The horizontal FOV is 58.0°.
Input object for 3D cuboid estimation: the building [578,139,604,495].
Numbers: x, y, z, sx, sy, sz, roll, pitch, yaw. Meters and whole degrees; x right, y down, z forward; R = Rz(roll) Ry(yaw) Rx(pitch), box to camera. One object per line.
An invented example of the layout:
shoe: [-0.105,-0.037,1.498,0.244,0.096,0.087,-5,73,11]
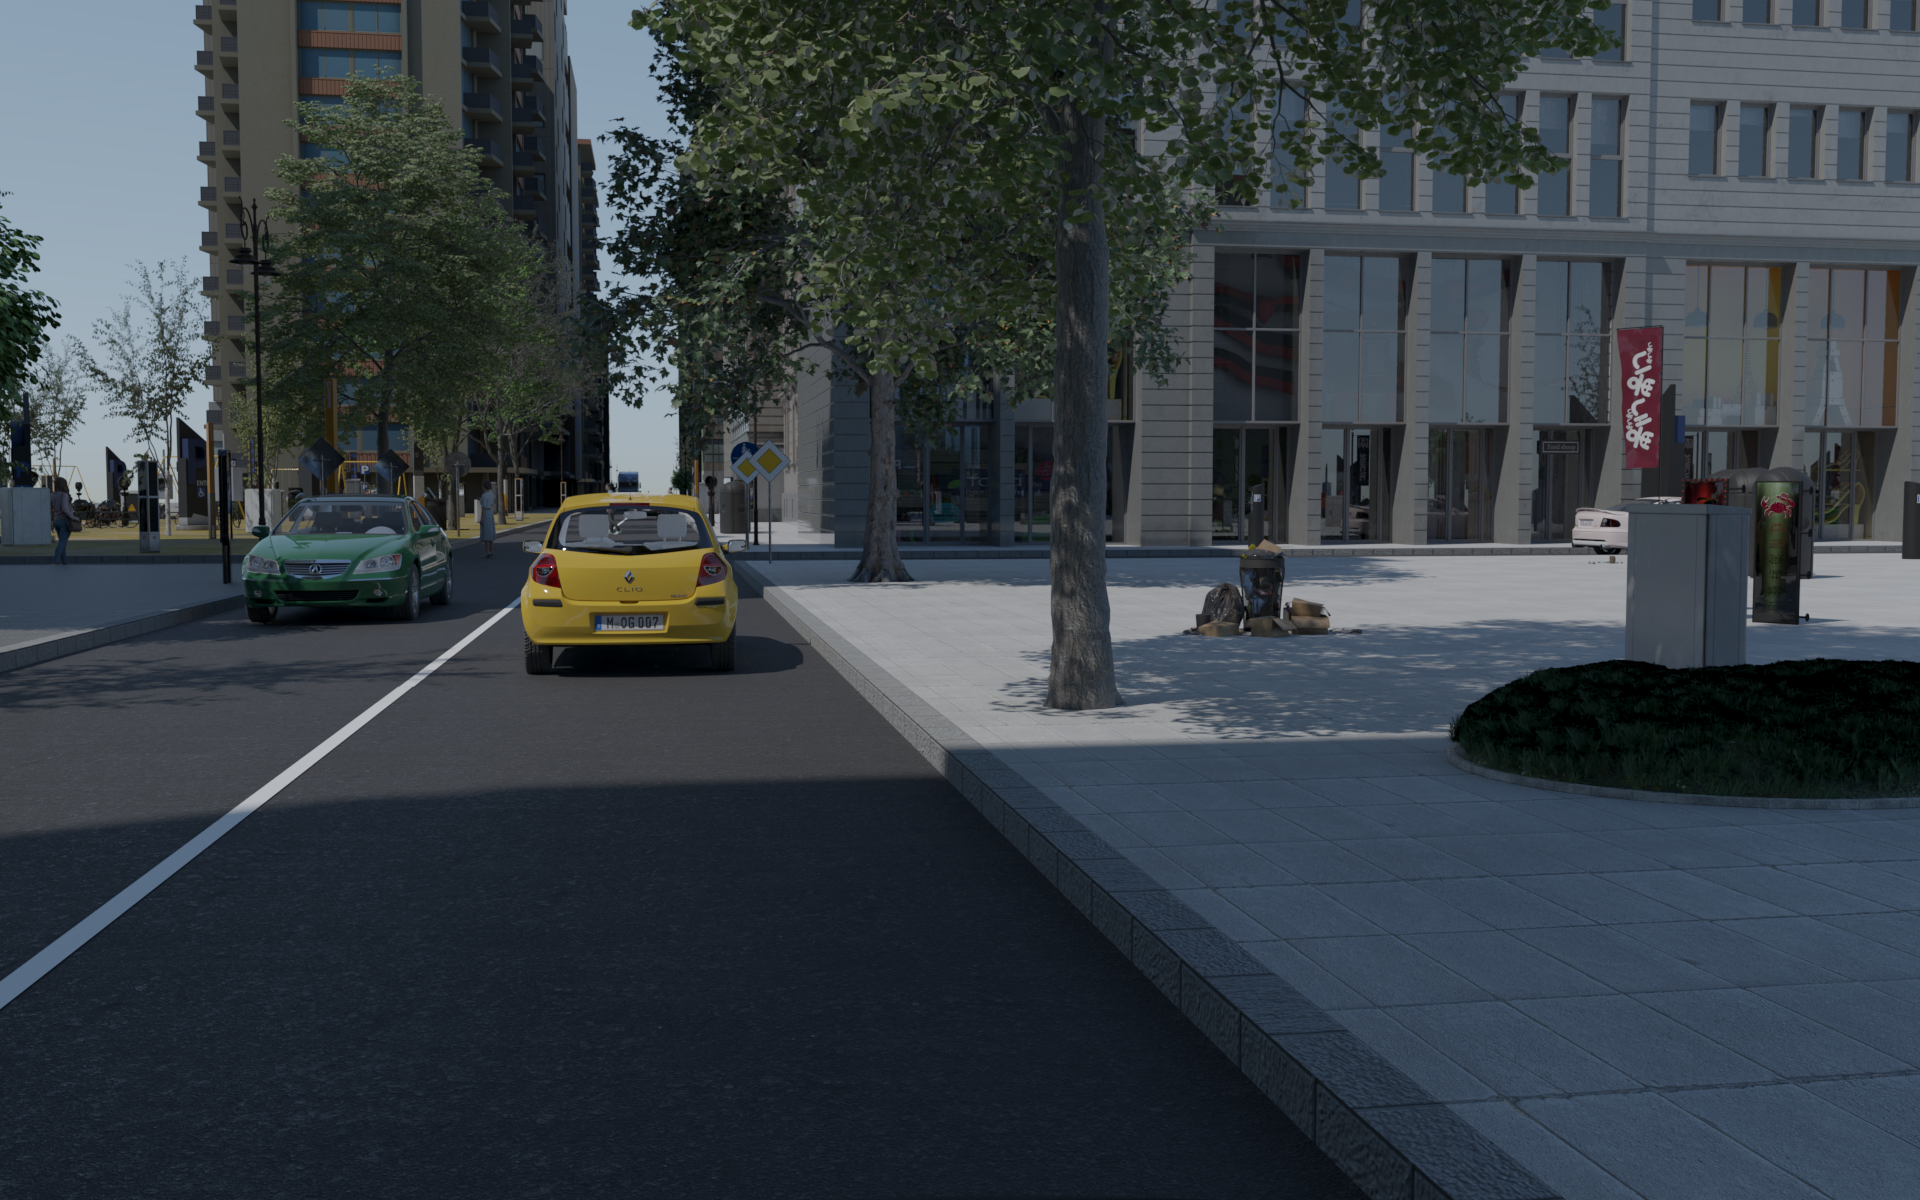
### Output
building: [-54.732,-33.798,207.214,22.147,44.769,28.867,-1,4,-10]

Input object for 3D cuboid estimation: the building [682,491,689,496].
building: [-29.586,-49.452,246.789,20.563,71.187,20.611,-1,4,-10]

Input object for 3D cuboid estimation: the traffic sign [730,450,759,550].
traffic sign: [-4.870,-2.207,39.724,0.795,2.450,0.064,-1,4,-10]

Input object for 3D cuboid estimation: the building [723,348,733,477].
building: [-8.962,-15.369,106.042,10.420,20.320,16.860,-1,4,-10]

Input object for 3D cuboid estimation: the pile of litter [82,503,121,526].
pile of litter: [-34.749,-3.404,69.612,1.176,0.858,1.719,0,4,-3]

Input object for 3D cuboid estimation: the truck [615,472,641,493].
truck: [-40.465,-13.627,212.560,2.967,4.110,18.799,-1,4,-9]

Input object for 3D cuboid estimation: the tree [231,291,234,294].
tree: [-15.126,-7.847,46.428,7.486,12.596,7.792,0,3,0]

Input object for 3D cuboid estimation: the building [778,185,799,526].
building: [0.050,-17.090,66.814,14.401,28.519,23.554,-1,4,-10]

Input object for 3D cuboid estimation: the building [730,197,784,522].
building: [-6.538,-14.579,87.525,9.793,20.994,18.267,-1,4,-10]

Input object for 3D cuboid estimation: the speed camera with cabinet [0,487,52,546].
speed camera with cabinet: [-23.562,-2.953,42.625,0.660,3.252,2.038,2,4,34]

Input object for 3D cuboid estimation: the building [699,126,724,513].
building: [-11.685,-21.600,124.864,14.160,30.474,14.107,-1,4,-10]

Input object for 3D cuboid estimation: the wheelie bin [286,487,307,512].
wheelie bin: [-31.034,-4.471,81.001,0.980,1.594,0.693,0,4,-7]

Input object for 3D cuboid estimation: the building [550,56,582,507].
building: [-45.462,-32.003,173.360,14.600,45.320,14.200,-1,4,-10]

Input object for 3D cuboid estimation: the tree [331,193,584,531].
tree: [-18.006,-8.267,60.918,9.928,11.665,9.643,0,3,0]

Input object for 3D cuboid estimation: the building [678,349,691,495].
building: [-35.912,-30.142,264.521,14.160,30.474,14.107,-1,4,-10]

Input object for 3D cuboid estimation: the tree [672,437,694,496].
tree: [-32.205,-15.600,205.426,4.360,8.622,3.978,0,3,0]

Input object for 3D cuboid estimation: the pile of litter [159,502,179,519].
pile of litter: [-40.379,-4.538,88.161,1.176,0.858,1.719,-3,5,-40]

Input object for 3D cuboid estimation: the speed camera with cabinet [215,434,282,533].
speed camera with cabinet: [-23.330,-3.818,56.755,2.038,3.252,0.660,1,4,10]

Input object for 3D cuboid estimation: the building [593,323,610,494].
building: [-59.608,-29.754,258.175,14.160,30.474,14.107,-1,4,-10]

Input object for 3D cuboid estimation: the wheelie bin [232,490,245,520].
wheelie bin: [-36.250,-4.840,87.040,0.693,1.594,0.980,1,4,17]

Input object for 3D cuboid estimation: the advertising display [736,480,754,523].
advertising display: [-9.703,-4.435,77.732,0.974,1.923,0.123,-3,4,-38]

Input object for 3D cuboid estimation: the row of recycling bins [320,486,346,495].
row of recycling bins: [-33.106,-5.116,90.759,3.534,1.692,1.069,1,4,16]

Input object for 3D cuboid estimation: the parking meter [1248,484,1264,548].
parking meter: [7.071,-2.014,41.348,0.372,1.533,0.369,0,3,0]

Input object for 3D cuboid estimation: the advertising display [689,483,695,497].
advertising display: [-15.248,-5.712,98.605,0.123,1.923,0.974,0,4,2]

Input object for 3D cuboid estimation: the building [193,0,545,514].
building: [-41.381,-28.705,123.958,22.147,44.769,28.867,-1,4,-10]

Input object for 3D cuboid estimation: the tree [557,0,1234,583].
tree: [-1.047,-6.618,25.213,9.611,12.733,9.660,0,3,0]

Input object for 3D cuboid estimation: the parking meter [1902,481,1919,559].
parking meter: [18.775,-1.571,34.095,0.372,1.533,0.369,0,3,0]

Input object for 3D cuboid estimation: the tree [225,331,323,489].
tree: [-29.965,-7.657,75.552,4.737,8.622,4.395,0,3,0]

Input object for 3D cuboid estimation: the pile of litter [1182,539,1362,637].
pile of litter: [2.908,-0.123,15.976,1.719,0.858,1.176,0,4,5]

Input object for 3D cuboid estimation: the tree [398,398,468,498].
tree: [-31.744,-9.469,105.183,4.737,8.622,4.395,0,3,0]

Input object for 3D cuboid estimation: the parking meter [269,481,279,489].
parking meter: [-31.510,-4.519,79.590,0.255,1.863,0.399,3,5,43]

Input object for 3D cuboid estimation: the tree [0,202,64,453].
tree: [-10.258,-1.995,16.334,4.285,4.588,4.351,0,3,0]

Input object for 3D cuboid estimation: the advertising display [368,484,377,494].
advertising display: [-36.319,-6.260,107.559,0.974,1.923,0.123,0,4,0]

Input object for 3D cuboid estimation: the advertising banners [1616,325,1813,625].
advertising banners: [7.605,-1.310,17.605,0.090,3.025,2.074,-3,5,-40]

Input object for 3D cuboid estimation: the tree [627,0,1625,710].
tree: [0.897,-5.602,9.713,7.486,12.596,7.792,0,3,0]

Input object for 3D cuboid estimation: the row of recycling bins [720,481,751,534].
row of recycling bins: [-7.423,-3.064,57.214,1.069,1.692,3.534,0,4,-6]

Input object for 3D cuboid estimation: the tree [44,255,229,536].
tree: [-24.457,-6.262,52.750,4.360,8.622,3.978,0,3,0]

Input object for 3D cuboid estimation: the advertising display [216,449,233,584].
advertising display: [-10.632,-1.216,25.090,0.123,1.923,0.974,-1,4,-20]

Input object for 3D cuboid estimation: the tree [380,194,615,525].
tree: [-19.319,-9.896,72.164,12.009,13.543,11.850,0,3,0]

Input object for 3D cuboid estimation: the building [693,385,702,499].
building: [-12.918,-20.266,176.388,27.650,21.520,28.899,-1,4,-10]

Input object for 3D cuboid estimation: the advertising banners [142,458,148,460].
advertising banners: [-37.065,-5.001,77.961,0.090,3.025,2.074,0,4,6]

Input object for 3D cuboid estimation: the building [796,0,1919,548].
building: [10.603,-16.545,48.005,29.804,29.767,11.434,-1,4,-10]

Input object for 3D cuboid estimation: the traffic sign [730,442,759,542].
traffic sign: [-5.183,-2.568,42.092,0.768,2.556,0.104,0,4,-2]

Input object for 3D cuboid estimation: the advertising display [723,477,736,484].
advertising display: [-8.637,-3.633,64.609,0.123,1.923,0.974,-2,4,-24]

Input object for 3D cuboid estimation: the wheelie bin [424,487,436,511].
wheelie bin: [-24.835,-4.460,80.823,0.693,1.594,0.980,-1,4,-9]

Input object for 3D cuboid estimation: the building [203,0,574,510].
building: [-48.346,-34.387,151.462,28.713,52.752,27.495,-1,4,-10]

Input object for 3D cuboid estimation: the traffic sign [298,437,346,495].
traffic sign: [-11.234,-1.645,30.537,0.795,2.450,0.064,-1,4,-10]

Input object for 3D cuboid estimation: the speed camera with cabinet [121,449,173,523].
speed camera with cabinet: [-35.867,-5.018,76.385,2.038,3.252,0.660,0,4,-7]

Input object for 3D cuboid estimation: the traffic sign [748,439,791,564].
traffic sign: [-3.502,-1.726,31.857,0.795,2.450,0.064,-1,4,-10]

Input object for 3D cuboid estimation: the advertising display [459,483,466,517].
advertising display: [-27.993,-5.595,96.691,0.974,1.923,0.123,2,4,29]

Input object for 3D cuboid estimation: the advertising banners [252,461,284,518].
advertising banners: [-37.058,-5.895,92.572,0.090,3.025,2.074,2,4,32]

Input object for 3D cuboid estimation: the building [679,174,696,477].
building: [-24.951,-34.784,223.337,22.147,44.769,28.867,-1,4,-10]

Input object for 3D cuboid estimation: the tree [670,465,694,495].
tree: [-31.452,-13.032,196.794,4.285,4.588,4.351,0,3,0]

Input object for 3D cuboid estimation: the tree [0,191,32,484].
tree: [-22.571,-5.406,38.755,4.737,8.622,4.395,0,3,0]

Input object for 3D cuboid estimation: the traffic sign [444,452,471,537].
traffic sign: [-15.044,-3.168,51.906,0.768,2.556,0.104,-1,4,-9]

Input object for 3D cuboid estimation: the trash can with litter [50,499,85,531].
trash can with litter: [-31.847,-3.078,61.387,1.678,1.210,2.233,1,4,20]

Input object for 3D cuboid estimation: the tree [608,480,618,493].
tree: [-47.726,-14.877,237.834,1.663,3.219,1.824,0,3,0]

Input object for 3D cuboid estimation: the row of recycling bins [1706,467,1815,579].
row of recycling bins: [12.636,-1.256,27.651,1.069,1.692,3.534,0,4,8]

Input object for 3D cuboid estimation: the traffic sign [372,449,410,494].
traffic sign: [-12.602,-2.126,38.404,0.795,2.450,0.064,-1,4,-10]
